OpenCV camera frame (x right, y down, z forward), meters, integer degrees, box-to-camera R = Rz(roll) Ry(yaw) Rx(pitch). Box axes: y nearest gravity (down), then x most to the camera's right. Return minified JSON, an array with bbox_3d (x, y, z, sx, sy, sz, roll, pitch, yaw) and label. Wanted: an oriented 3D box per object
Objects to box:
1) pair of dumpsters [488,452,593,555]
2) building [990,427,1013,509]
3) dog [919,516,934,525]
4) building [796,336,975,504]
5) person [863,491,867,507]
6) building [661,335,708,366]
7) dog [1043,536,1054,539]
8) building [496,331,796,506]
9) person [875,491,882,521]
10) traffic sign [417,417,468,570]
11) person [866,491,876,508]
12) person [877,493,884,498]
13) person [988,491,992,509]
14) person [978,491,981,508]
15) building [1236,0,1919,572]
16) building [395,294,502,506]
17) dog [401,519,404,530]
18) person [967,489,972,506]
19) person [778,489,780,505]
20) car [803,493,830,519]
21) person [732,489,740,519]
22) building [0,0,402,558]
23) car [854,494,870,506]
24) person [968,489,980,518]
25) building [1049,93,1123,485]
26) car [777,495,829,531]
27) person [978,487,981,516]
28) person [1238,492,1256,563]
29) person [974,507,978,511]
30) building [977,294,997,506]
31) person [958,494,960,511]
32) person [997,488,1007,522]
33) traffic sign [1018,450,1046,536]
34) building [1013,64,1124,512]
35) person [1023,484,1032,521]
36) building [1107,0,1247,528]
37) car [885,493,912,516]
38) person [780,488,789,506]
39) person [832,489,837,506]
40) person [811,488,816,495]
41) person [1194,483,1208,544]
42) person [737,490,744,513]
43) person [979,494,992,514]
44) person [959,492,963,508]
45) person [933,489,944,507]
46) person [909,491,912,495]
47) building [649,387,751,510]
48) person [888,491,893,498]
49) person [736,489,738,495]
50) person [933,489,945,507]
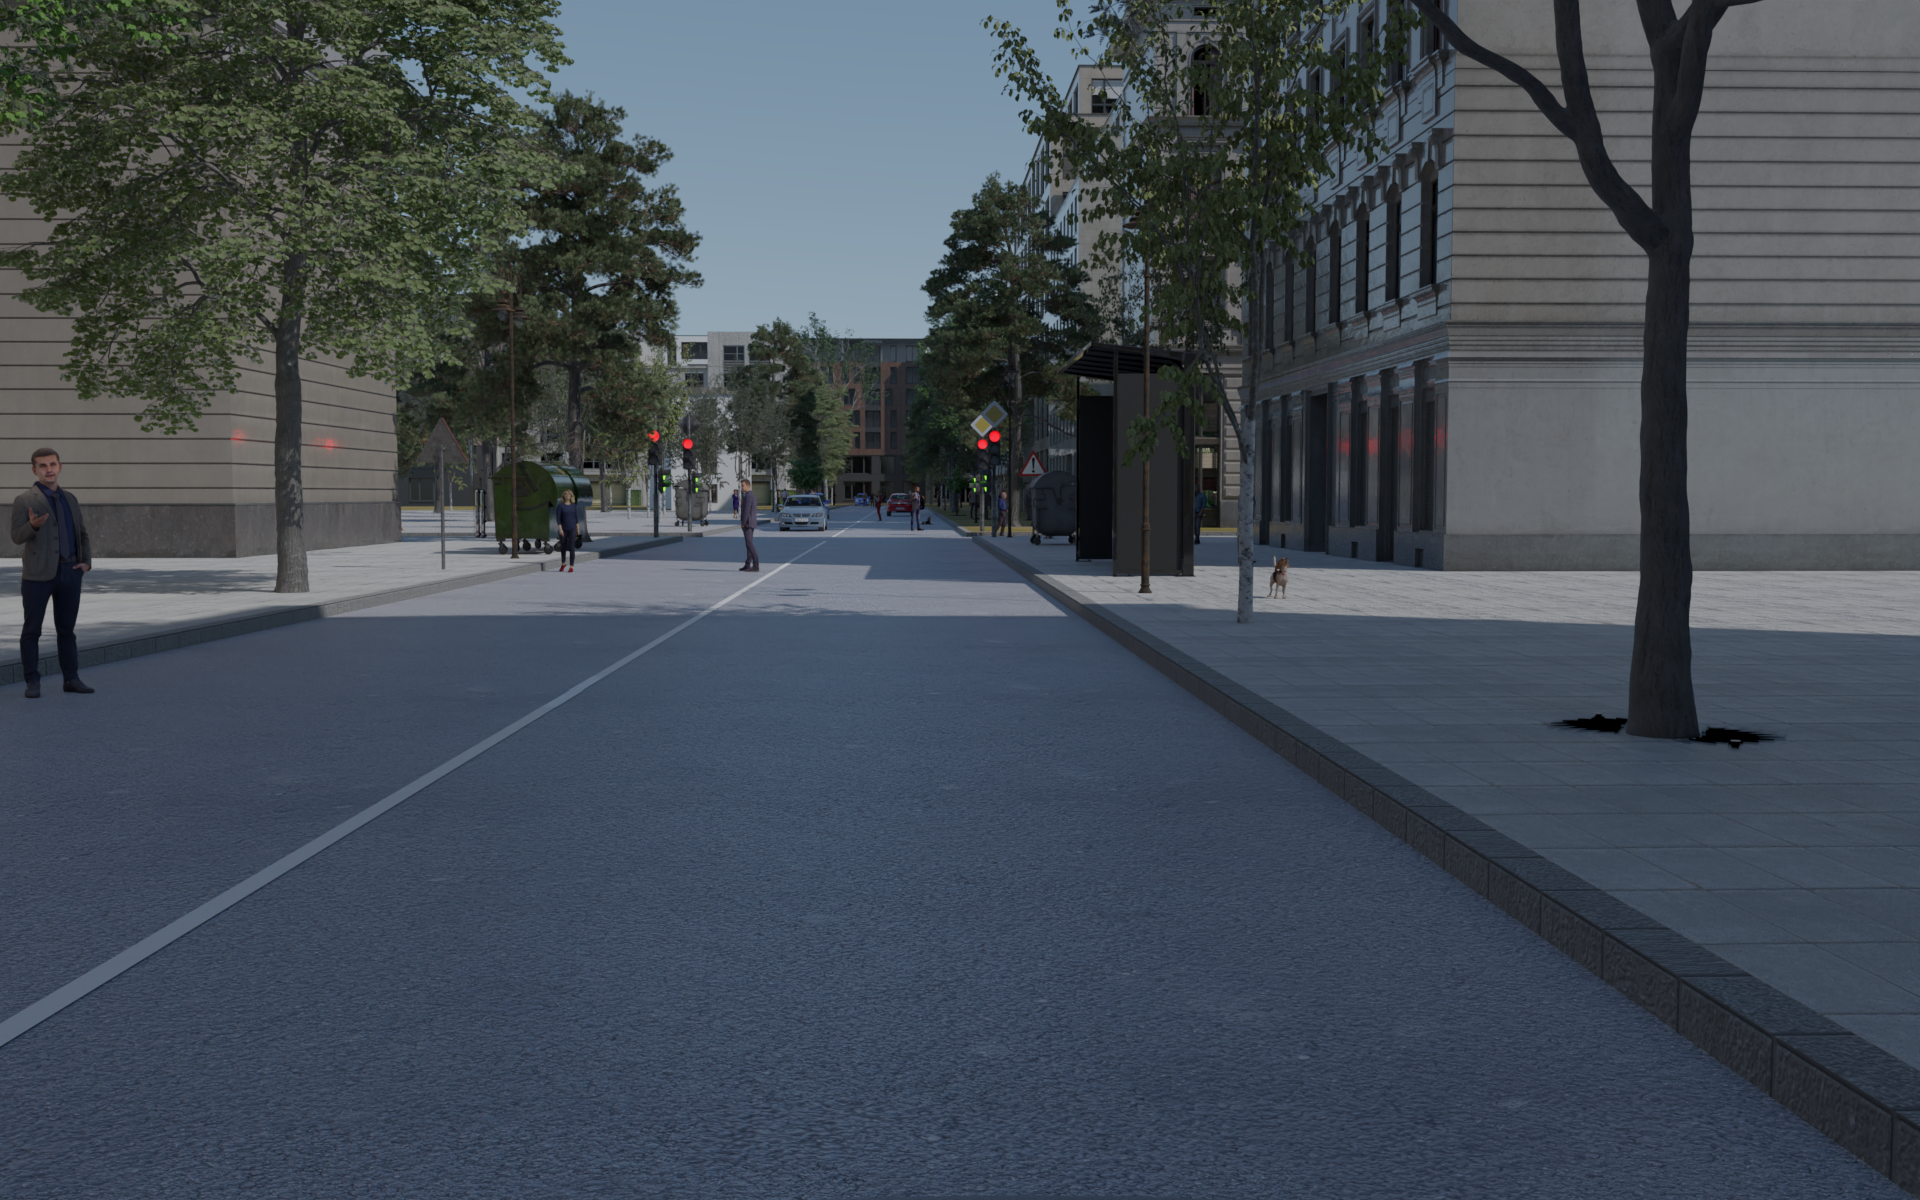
[{"bbox_3d":[-9.307,-2.204,38.530,1.574,2.255,4.436,0,4,-2],"label":"pair of dumpsters"},{"bbox_3d":[10.796,-19.024,167.462,16.016,20.091,11.380,0,4,-2],"label":"building"},{"bbox_3d":[-1.617,-3.719,80.997,0.748,0.427,0.550,0,4,5],"label":"dog"},{"bbox_3d":[-7.097,-24.081,237.703,32.646,21.610,27.936,0,4,-2],"label":"building"},{"bbox_3d":[-10.740,-11.359,194.757,0.617,1.759,0.750,-1,4,-23],"label":"person"},{"bbox_3d":[-40.785,-23.997,236.333,32.646,21.610,27.936,0,4,-2],"label":"building"},{"bbox_3d":[2.677,-2.168,49.830,0.513,0.831,0.800,3,4,38],"label":"dog"},{"bbox_3d":[-34.988,-20.196,196.661,31.486,18.905,16.747,0,4,-2],"label":"building"},{"bbox_3d":[-4.310,-4.963,91.348,0.444,1.614,0.593,3,5,39],"label":"person"},{"bbox_3d":[-8.781,-1.796,29.371,0.884,2.594,0.081,0,4,4],"label":"traffic sign"},{"bbox_3d":[-8.874,-10.154,175.041,1.217,1.766,0.721,0,4,1],"label":"person"},{"bbox_3d":[-5.533,-6.719,119.811,0.517,1.644,0.566,-1,4,-13],"label":"person"},{"bbox_3d":[2.529,-8.575,147.190,0.436,1.711,0.756,2,4,29],"label":"person"},{"bbox_3d":[1.826,-9.169,155.965,1.348,1.823,0.705,-1,4,-21],"label":"person"},{"bbox_3d":[12.393,-11.492,37.052,9.793,20.994,18.267,0,4,-2],"label":"building"},{"bbox_3d":[-67.228,-21.167,190.059,32.646,21.610,27.936,0,4,-2],"label":"building"},{"bbox_3d":[-19.805,-2.627,60.683,0.748,0.427,0.550,-1,4,-19],"label":"dog"},{"bbox_3d":[1.213,-11.395,192.315,1.348,1.831,0.705,3,5,43],"label":"person"},{"bbox_3d":[-19.673,-11.112,187.732,0.705,1.823,1.348,0,4,-5],"label":"person"},{"bbox_3d":[-8.316,-5.412,98.084,1.945,1.707,3.694,0,4,-1],"label":"car"},{"bbox_3d":[-11.639,-5.020,90.498,0.546,1.535,0.453,1,4,17],"label":"person"},{"bbox_3d":[-26.787,-14.800,39.245,25.104,27.353,12.463,0,4,-2],"label":"building"},{"bbox_3d":[-11.716,-12.111,207.605,1.945,1.707,3.694,0,4,-2],"label":"car"},{"bbox_3d":[0.870,-5.173,91.157,0.617,1.759,0.750,3,5,41],"label":"person"},{"bbox_3d":[10.586,-14.482,91.537,10.420,20.320,16.860,0,4,-2],"label":"building"},{"bbox_3d":[-6.126,-3.426,68.015,2.014,1.417,4.499,0,4,-2],"label":"car"},{"bbox_3d":[1.307,-5.860,102.781,0.530,1.710,0.541,0,4,0],"label":"person"},{"bbox_3d":[5.315,-1.466,32.068,0.319,1.574,0.516,2,4,32],"label":"person"},{"bbox_3d":[1.099,-7.426,129.833,0.546,1.535,0.453,0,4,-8],"label":"person"},{"bbox_3d":[16.669,-21.138,189.585,27.936,21.610,32.646,0,4,-2],"label":"building"},{"bbox_3d":[-0.190,-7.746,134.754,0.319,1.574,0.516,-2,4,-32],"label":"person"},{"bbox_3d":[1.889,-4.313,78.767,0.471,1.553,0.569,0,4,-7],"label":"person"},{"bbox_3d":[2.176,-3.145,51.425,0.884,2.594,0.081,0,4,2],"label":"traffic sign"},{"bbox_3d":[14.286,-19.166,117.880,19.350,26.468,34.151,0,4,-2],"label":"building"},{"bbox_3d":[3.279,-4.710,83.600,0.434,1.755,0.990,0,4,-3],"label":"person"},{"bbox_3d":[16.351,-14.733,69.761,19.941,23.489,11.050,0,4,-2],"label":"building"},{"bbox_3d":[-3.871,-6.372,113.227,2.155,1.783,4.494,0,4,-1],"label":"car"},{"bbox_3d":[-13.152,-7.557,130.531,0.756,1.711,0.436,2,4,34],"label":"person"},{"bbox_3d":[-13.816,-11.296,190.700,0.705,1.831,1.348,1,4,13],"label":"person"},{"bbox_3d":[-7.665,-4.953,90.285,0.445,1.727,0.742,0,4,-4],"label":"person"},{"bbox_3d":[6.051,-2.196,44.154,0.429,1.552,0.499,-1,4,-20],"label":"person"},{"bbox_3d":[-15.052,-6.778,119.075,0.614,1.554,0.590,-3,4,-36],"label":"person"},{"bbox_3d":[1.606,-6.306,109.700,0.990,1.755,0.434,-2,4,-24],"label":"person"},{"bbox_3d":[0.045,-9.354,159.011,0.705,1.821,1.348,0,4,-4],"label":"person"},{"bbox_3d":[-2.080,-10.244,173.620,1.348,1.812,0.705,0,4,-2],"label":"person"},{"bbox_3d":[-4.514,-9.061,157.378,1.217,1.736,0.721,1,4,9],"label":"person"},{"bbox_3d":[-22.458,-12.690,149.625,9.099,9.664,28.070,0,4,-2],"label":"building"},{"bbox_3d":[-8.103,-11.986,204.401,0.705,1.831,1.348,-2,4,-34],"label":"person"},{"bbox_3d":[-17.089,-7.721,133.737,0.566,1.644,0.517,-1,4,-19],"label":"person"},{"bbox_3d":[-1.982,-10.173,172.392,1.348,1.821,0.705,1,4,15],"label":"person"}]
